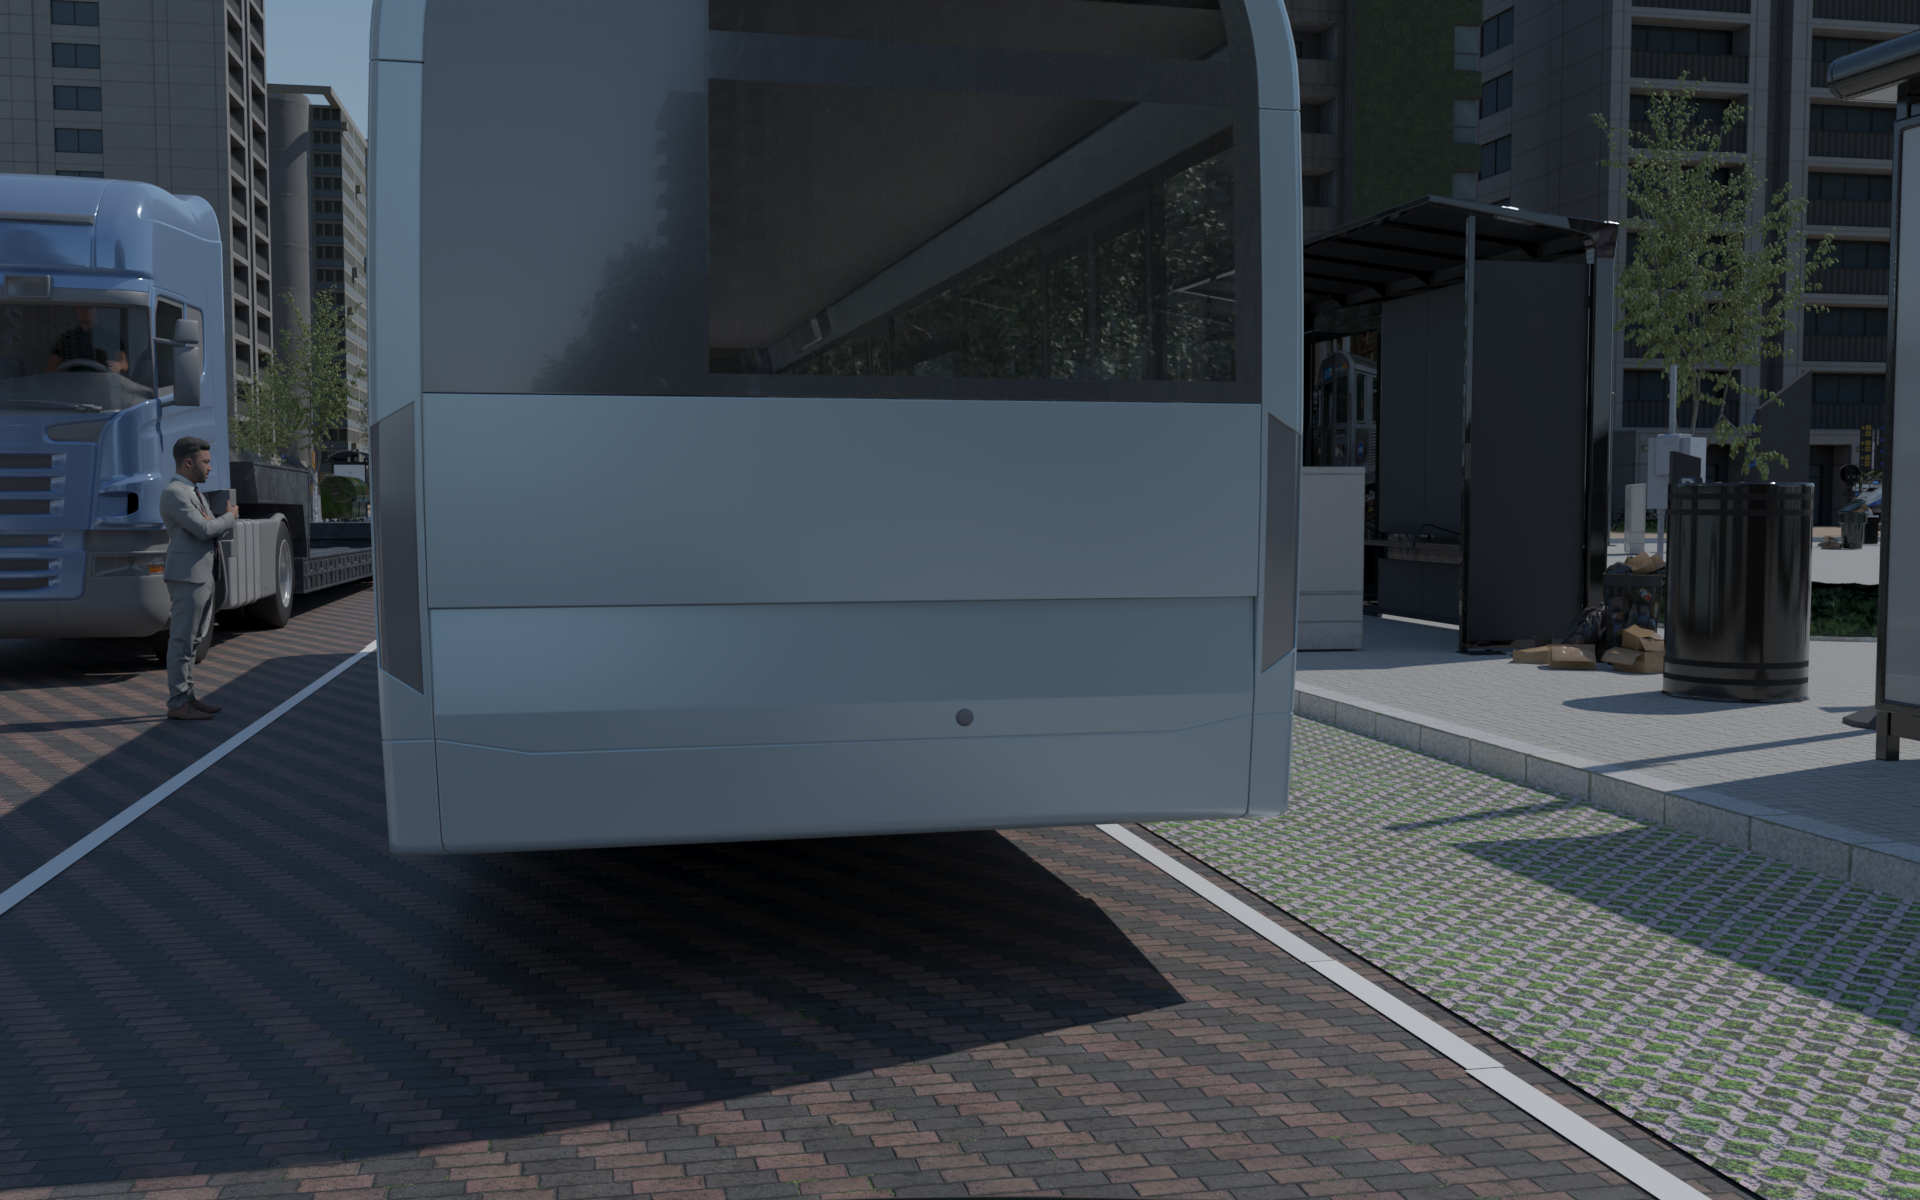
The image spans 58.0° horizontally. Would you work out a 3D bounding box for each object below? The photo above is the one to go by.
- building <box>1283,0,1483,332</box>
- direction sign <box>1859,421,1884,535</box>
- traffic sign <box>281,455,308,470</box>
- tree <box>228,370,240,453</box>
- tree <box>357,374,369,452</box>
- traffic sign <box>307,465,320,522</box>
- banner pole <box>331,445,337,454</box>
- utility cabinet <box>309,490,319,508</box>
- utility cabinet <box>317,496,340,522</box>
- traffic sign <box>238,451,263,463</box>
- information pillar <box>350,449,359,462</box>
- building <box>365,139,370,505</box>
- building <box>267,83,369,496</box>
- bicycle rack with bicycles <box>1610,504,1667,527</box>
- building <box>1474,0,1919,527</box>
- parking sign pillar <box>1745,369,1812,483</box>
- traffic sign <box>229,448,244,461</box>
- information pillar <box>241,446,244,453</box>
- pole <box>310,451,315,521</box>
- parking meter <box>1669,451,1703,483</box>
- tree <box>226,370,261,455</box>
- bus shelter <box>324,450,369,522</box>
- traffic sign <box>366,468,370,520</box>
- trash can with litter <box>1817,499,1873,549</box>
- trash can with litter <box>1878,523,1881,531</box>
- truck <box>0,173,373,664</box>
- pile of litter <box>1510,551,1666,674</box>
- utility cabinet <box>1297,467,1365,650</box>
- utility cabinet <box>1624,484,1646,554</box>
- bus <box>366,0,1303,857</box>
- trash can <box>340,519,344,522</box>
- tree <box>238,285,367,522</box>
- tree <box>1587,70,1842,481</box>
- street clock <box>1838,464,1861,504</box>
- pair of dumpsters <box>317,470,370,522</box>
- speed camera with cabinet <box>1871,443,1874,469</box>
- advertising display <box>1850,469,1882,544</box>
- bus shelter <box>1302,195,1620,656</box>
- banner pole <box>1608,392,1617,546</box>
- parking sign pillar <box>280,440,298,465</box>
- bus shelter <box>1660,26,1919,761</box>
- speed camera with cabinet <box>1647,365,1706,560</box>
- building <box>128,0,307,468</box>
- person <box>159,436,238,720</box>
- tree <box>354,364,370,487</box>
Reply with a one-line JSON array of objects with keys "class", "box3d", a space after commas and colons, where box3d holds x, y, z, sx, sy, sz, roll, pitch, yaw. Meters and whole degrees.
[{"class": "building", "box3d": [10.076, -17.999, 65.992, 14.107, 30.474, 14.160, -1, 4, -12]}, {"class": "direction sign", "box3d": [28.521, -3.793, 54.017, 0.876, 3.537, 0.379, 2, 4, 30]}, {"class": "traffic sign", "box3d": [-16.983, -2.475, 44.101, 0.795, 2.450, 0.064, -1, 4, -12]}, {"class": "tree", "box3d": [-39.467, -9.017, 97.785, 4.737, 8.622, 4.395, 0, 3, 0]}, {"class": "tree", "box3d": [-34.318, -11.903, 111.623, 9.611, 12.733, 9.660, 0, 3, 0]}, {"class": "traffic sign", "box3d": [-25.737, -4.126, 68.642, 0.795, 2.450, 0.064, 0, 4, -8]}, {"class": "banner pole", "box3d": [-31.988, -6.047, 88.891, 0.863, 3.779, 0.401, 1, 4, 16]}, {"class": "utility cabinet", "box3d": [-33.221, -4.856, 88.066, 1.173, 1.500, 0.318, -2, 4, -31]}, {"class": "utility cabinet", "box3d": [-27.138, -3.860, 74.266, 0.306, 1.237, 1.020, 3, 5, 42]}, {"class": "traffic sign", "box3d": [-20.949, -3.116, 51.057, 0.768, 2.556, 0.104, -1, 4, -12]}, {"class": "information pillar", "box3d": [-31.095, -5.973, 89.017, 0.183, 3.616, 0.504, 3, 5, 42]}, {"class": "building", "box3d": [-76.125, -34.332, 215.952, 28.867, 44.769, 22.147, -1, 4, -12]}, {"class": "building", "box3d": [-67.649, -28.640, 160.145, 23.993, 40.220, 32.217, -1, 4, -12]}, {"class": "bicycle rack with bicycles", "box3d": [24.199, -2.975, 62.018, 2.852, 0.926, 2.925, -1, 4, -10]}, {"class": "building", "box3d": [33.635, -38.998, 75.875, 20.611, 71.187, 20.563, -1, 4, -12]}, {"class": "parking sign pillar", "box3d": [17.677, -2.996, 37.462, 1.447, 3.967, 1.447, -1, 4, -15]}, {"class": "traffic sign", "box3d": [-15.323, -1.997, 36.290, 0.795, 2.450, 0.064, -1, 4, -12]}, {"class": "information pillar", "box3d": [-34.846, -5.681, 84.235, 0.183, 3.616, 0.504, -2, 4, -30]}, {"class": "pole", "box3d": [-30.931, -5.443, 82.830, 0.158, 3.312, 0.155, 0, 3, 0]}, {"class": "parking meter", "box3d": [9.858, -1.091, 23.552, 0.399, 1.863, 0.255, 0, 4, 8]}, {"class": "tree", "box3d": [-44.225, -9.396, 103.994, 4.360, 8.622, 3.978, 0, 3, 0]}, {"class": "bus shelter", "box3d": [-28.616, -5.388, 82.016, 2.014, 3.302, 5.546, -1, 4, -12]}, {"class": "traffic sign", "box3d": [-29.578, -5.283, 86.383, 0.884, 2.594, 0.081, 0, 4, -3]}, {"class": "trash can with litter", "box3d": [20.528, -1.761, 40.187, 1.055, 1.170, 0.624, -1, 4, -9]}, {"class": "trash can with litter", "box3d": [32.179, -2.979, 60.100, 1.055, 1.170, 0.624, 1, 4, 18]}, {"class": "truck", "box3d": [-9.015, -1.923, 21.202, 2.967, 4.110, 18.799, -1, 4, -12]}, {"class": "pile of litter", "box3d": [4.856, 0.071, 12.798, 1.176, 0.858, 1.719, -1, 4, -19]}, {"class": "utility cabinet", "box3d": [2.677, -0.333, 14.131, 1.173, 1.500, 0.318, -1, 4, -9]}, {"class": "utility cabinet", "box3d": [14.344, -1.722, 36.840, 0.318, 1.500, 1.173, 1, 4, 16]}, {"class": "bus", "box3d": [-1.784, -0.994, 11.111, 2.948, 3.499, 13.247, -1, 4, -13]}, {"class": "trash can", "box3d": [-27.310, -3.926, 75.844, 0.748, 1.137, 0.748, 0, 3, 0]}, {"class": "tree", "box3d": [-22.864, -6.771, 61.067, 4.737, 8.622, 4.395, 0, 3, 0]}, {"class": "tree", "box3d": [12.861, -4.894, 30.378, 4.737, 8.622, 4.395, 0, 3, 0]}, {"class": "street clock", "box3d": [21.760, -2.315, 42.416, 0.471, 2.002, 0.358, 1, 4, 17]}, {"class": "pair of dumpsters", "box3d": [-24.285, -4.021, 68.230, 1.574, 2.255, 4.437, -1, 4, -12]}, {"class": "speed camera with cabinet", "box3d": [35.794, -4.426, 66.706, 2.038, 3.252, 0.660, 1, 4, 12]}, {"class": "advertising display", "box3d": [23.389, -2.401, 44.474, 0.974, 1.923, 0.123, 1, 4, 16]}, {"class": "bus shelter", "box3d": [3.888, -1.564, 16.851, 1.731, 3.624, 6.357, -1, 4, -12]}, {"class": "banner pole", "box3d": [16.088, -3.230, 42.831, 0.401, 3.779, 0.863, 1, 4, 23]}, {"class": "parking sign pillar", "box3d": [-32.661, -5.866, 84.377, 1.447, 3.967, 1.447, 0, 4, -2]}, {"class": "bus shelter", "box3d": [5.509, -1.794, 6.964, 2.179, 5.291, 8.768, -1, 4, -12]}, {"class": "speed camera with cabinet", "box3d": [11.550, -1.954, 26.287, 0.660, 3.252, 2.038, -3, 5, -42]}, {"class": "building", "box3d": [-58.139, -41.800, 121.684, 20.563, 71.187, 20.611, -1, 4, -12]}, {"class": "person", "box3d": [-4.873, -0.149, 11.121, 0.466, 1.800, 0.511, -2, 4, -25]}, {"class": "tree", "box3d": [-30.450, -8.705, 92.684, 4.360, 8.622, 3.978, 0, 3, 0]}]
